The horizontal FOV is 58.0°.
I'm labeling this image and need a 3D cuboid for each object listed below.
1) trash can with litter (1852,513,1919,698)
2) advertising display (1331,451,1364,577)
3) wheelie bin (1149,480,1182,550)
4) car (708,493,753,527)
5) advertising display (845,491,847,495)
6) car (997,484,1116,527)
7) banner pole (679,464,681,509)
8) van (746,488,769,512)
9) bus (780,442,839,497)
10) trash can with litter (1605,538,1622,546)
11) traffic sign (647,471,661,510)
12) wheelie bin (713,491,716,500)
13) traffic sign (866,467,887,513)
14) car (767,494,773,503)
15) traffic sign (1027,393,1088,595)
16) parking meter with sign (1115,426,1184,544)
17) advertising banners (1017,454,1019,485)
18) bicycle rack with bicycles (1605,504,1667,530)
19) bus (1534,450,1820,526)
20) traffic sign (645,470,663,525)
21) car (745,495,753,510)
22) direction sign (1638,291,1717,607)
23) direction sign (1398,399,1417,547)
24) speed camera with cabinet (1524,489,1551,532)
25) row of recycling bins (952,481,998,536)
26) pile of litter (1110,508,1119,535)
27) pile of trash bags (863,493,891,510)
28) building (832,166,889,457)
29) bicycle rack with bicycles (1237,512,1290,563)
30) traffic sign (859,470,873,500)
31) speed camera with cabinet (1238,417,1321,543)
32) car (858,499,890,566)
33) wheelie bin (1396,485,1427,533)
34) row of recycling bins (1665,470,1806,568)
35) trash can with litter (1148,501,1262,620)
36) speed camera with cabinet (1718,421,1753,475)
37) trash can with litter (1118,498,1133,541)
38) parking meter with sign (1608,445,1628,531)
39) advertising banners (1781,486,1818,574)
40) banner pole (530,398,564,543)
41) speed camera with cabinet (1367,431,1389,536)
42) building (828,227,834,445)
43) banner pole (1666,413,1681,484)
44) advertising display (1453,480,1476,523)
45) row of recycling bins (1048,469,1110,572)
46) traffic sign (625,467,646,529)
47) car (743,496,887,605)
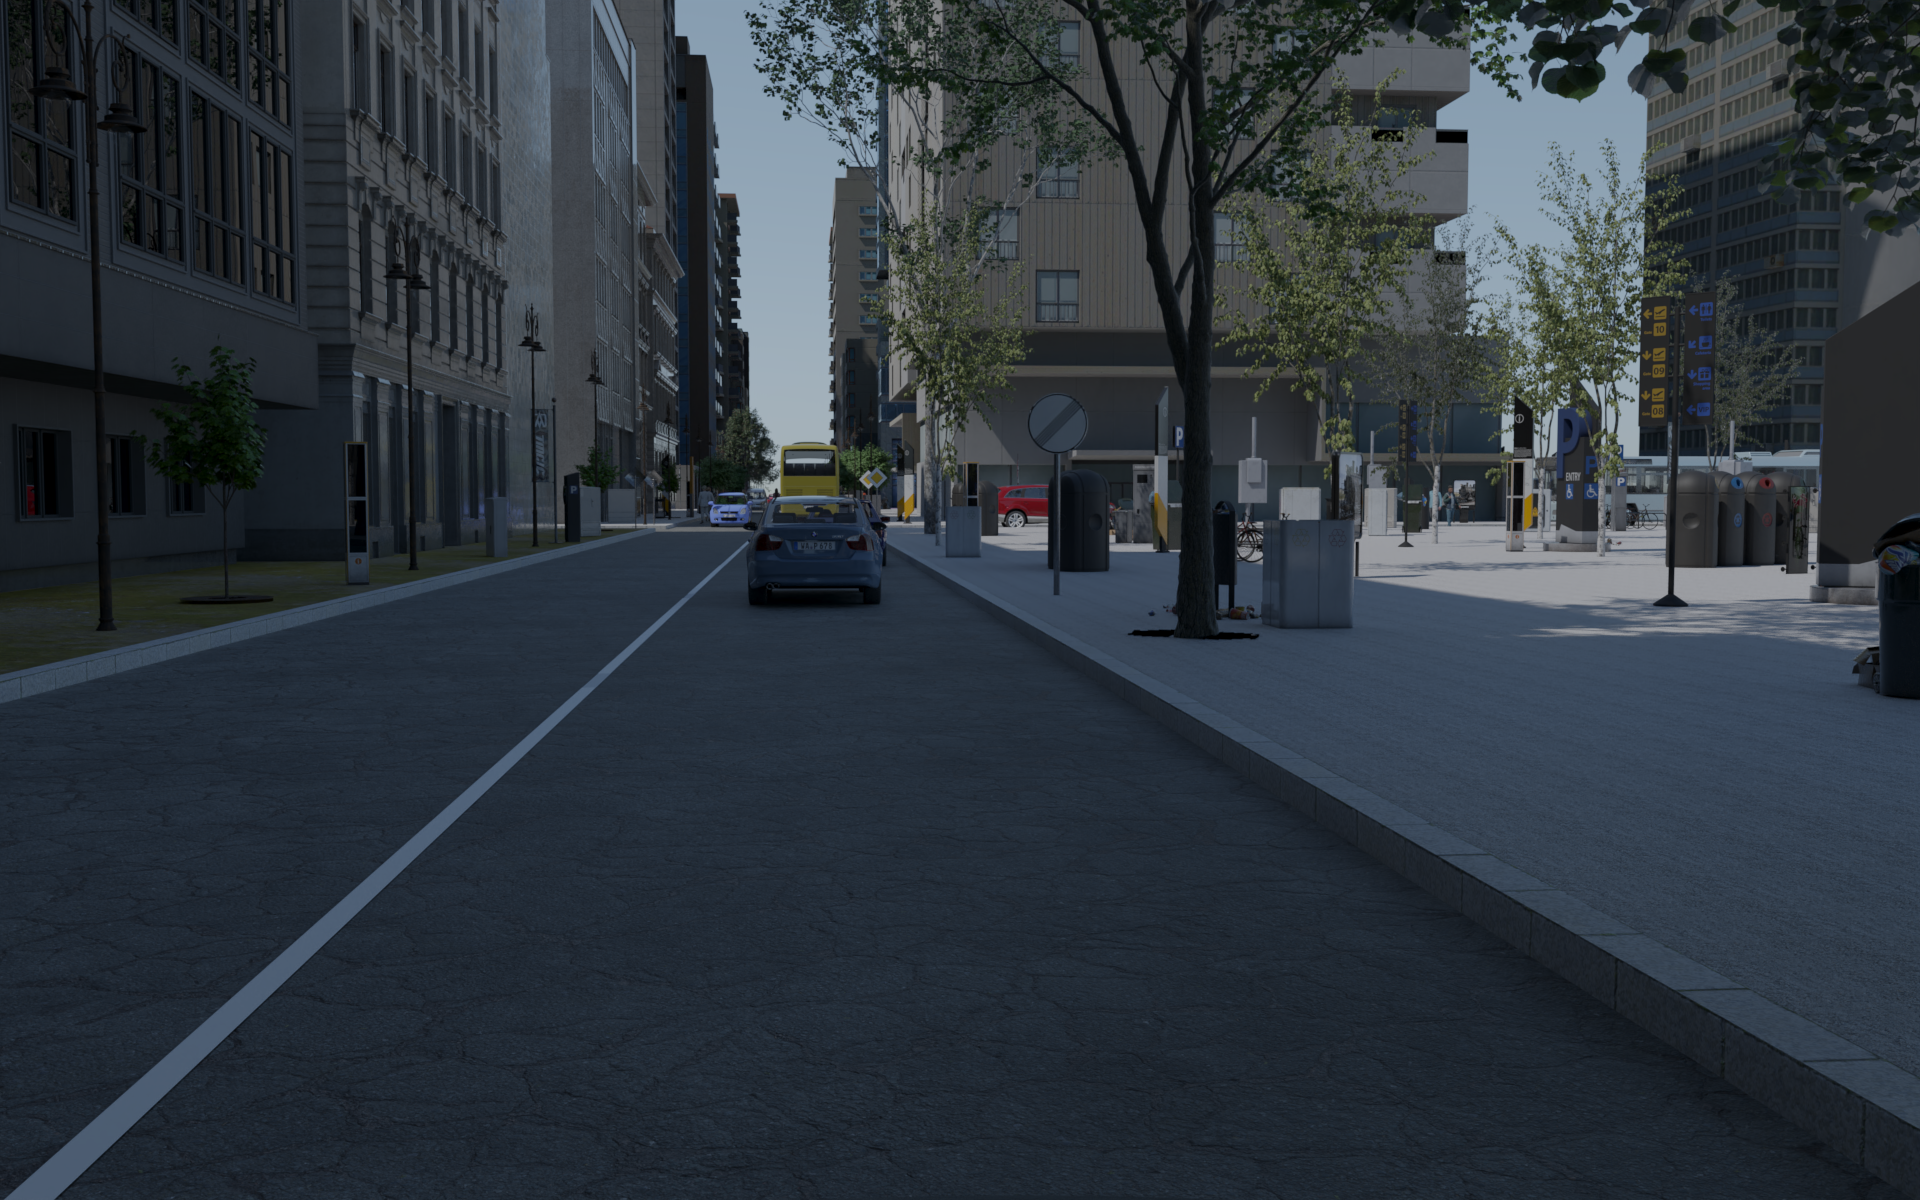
[{"bbox_3d":[6.060,0.013,11.180,0.624,1.170,1.055,0,4,7],"label":"trash can with litter"},{"bbox_3d":[5.924,-1.303,26.511,0.123,1.923,0.974,2,4,35],"label":"advertising display"},{"bbox_3d":[4.761,-1.956,39.882,0.980,1.594,0.693,-2,4,-34],"label":"wheelie bin"},{"bbox_3d":[-10.012,-4.051,75.832,1.945,1.707,3.694,0,4,-5],"label":"car"},{"bbox_3d":[-9.461,-8.089,137.467,0.974,1.923,0.123,-2,4,-27],"label":"advertising display"},{"bbox_3d":[3.595,-3.679,68.816,5.304,1.827,2.281,0,4,-5],"label":"car"},{"bbox_3d":[-23.602,-9.538,145.957,0.401,3.779,0.863,-1,4,-19],"label":"banner pole"},{"bbox_3d":[-14.891,-7.298,126.326,2.013,2.044,4.112,0,4,-4],"label":"van"},{"bbox_3d":[-6.994,-5.441,80.506,2.896,3.916,12.252,0,4,-5],"label":"bus"},{"bbox_3d":[16.325,-2.019,44.074,1.678,1.210,2.233,3,5,44],"label":"trash can with litter"},{"bbox_3d":[-13.494,-4.546,76.464,0.606,2.300,0.079,0,4,-3],"label":"traffic sign"},{"bbox_3d":[-18.452,-7.359,128.229,0.693,1.594,0.980,2,4,25],"label":"wheelie bin"},{"bbox_3d":[-3.104,-3.732,64.658,0.795,2.450,0.064,0,4,-5],"label":"traffic sign"},{"bbox_3d":[-25.512,-13.958,237.250,2.155,1.783,4.494,0,4,-7],"label":"car"},{"bbox_3d":[1.227,-1.334,21.912,0.768,2.556,0.104,0,4,-2],"label":"traffic sign"},{"bbox_3d":[4.872,-2.974,44.889,1.738,3.016,0.543,2,4,30],"label":"parking meter with sign"},{"bbox_3d":[2.458,-4.784,74.409,0.090,3.025,2.074,0,4,4],"label":"advertising banners"},{"bbox_3d":[24.165,-3.035,63.008,2.925,0.926,2.852,-1,4,-9],"label":"bicycle rack with bicycles"},{"bbox_3d":[29.731,-4.709,71.858,13.247,3.499,2.948,0,4,-6],"label":"bus"},{"bbox_3d":[-12.695,-4.170,71.817,0.795,2.450,0.064,0,4,-5],"label":"traffic sign"},{"bbox_3d":[-13.991,-5.920,108.801,2.014,1.417,4.499,0,4,-5],"label":"car"},{"bbox_3d":[8.143,-1.697,19.739,0.379,3.537,0.876,-3,5,-40],"label":"direction sign"},{"bbox_3d":[10.793,-3.047,41.814,0.379,3.537,0.876,3,5,42],"label":"direction sign"},{"bbox_3d":[19.940,-3.922,58.454,2.038,3.252,0.660,0,4,5],"label":"speed camera with cabinet"},{"bbox_3d":[0.417,-2.889,54.352,1.069,1.692,3.534,-1,4,-12],"label":"row of recycling bins"},{"bbox_3d":[4.988,-2.467,54.296,1.719,0.858,1.176,1,4,22],"label":"pile of litter"},{"bbox_3d":[-7.305,-8.249,144.622,1.912,1.369,3.447,-3,4,-38],"label":"pile of trash bags"},{"bbox_3d":[-7.620,-38.446,252.292,21.300,48.544,21.600,0,4,-5],"label":"building"},{"bbox_3d":[5.859,-1.209,33.154,2.925,0.926,2.852,1,4,15],"label":"bicycle rack with bicycles"},{"bbox_3d":[-3.836,-4.218,72.610,0.795,2.450,0.064,0,4,-5],"label":"traffic sign"},{"bbox_3d":[8.261,-3.086,44.786,2.038,3.252,0.660,0,4,2],"label":"speed camera with cabinet"},{"bbox_3d":[-2.402,-1.417,35.747,1.945,1.354,3.894,0,4,-4],"label":"car"},{"bbox_3d":[14.966,-3.028,57.419,0.980,1.594,0.693,1,4,15],"label":"wheelie bin"},{"bbox_3d":[13.898,-1.466,31.085,3.534,1.692,1.069,-2,4,-34],"label":"row of recycling bins"},{"bbox_3d":[2.787,-0.452,18.455,1.678,1.210,2.233,-1,4,-10],"label":"trash can with litter"},{"bbox_3d":[21.376,-3.182,46.365,0.660,3.252,2.038,-2,4,-32],"label":"speed camera with cabinet"},{"bbox_3d":[4.767,-2.235,47.934,0.624,1.170,1.055,-1,4,-16],"label":"trash can with litter"},{"bbox_3d":[22.870,-3.908,60.159,0.543,3.016,1.738,1,4,12],"label":"parking meter with sign"},{"bbox_3d":[14.110,-1.948,28.031,2.074,3.025,0.090,-2,4,-23],"label":"advertising banners"},{"bbox_3d":[-10.722,-3.357,44.898,0.863,3.779,0.401,-2,4,-31],"label":"banner pole"},{"bbox_3d":[12.960,-3.631,53.696,0.660,3.252,2.038,1,4,13],"label":"speed camera with cabinet"},{"bbox_3d":[-9.908,-38.096,277.490,22.147,44.769,28.867,0,4,-5],"label":"building"},{"bbox_3d":[21.847,-3.855,53.051,0.863,3.779,0.401,-3,5,-40],"label":"banner pole"},{"bbox_3d":[22.301,-4.367,76.615,0.974,1.923,0.123,1,4,12],"label":"advertising display"},{"bbox_3d":[2.000,-1.407,30.112,1.069,1.692,3.534,0,4,0],"label":"row of recycling bins"},{"bbox_3d":[-11.962,-3.683,63.866,0.795,2.450,0.064,0,4,-5],"label":"traffic sign"},{"bbox_3d":[-1.991,-0.721,23.786,2.014,1.417,4.499,0,4,-5],"label":"car"}]
